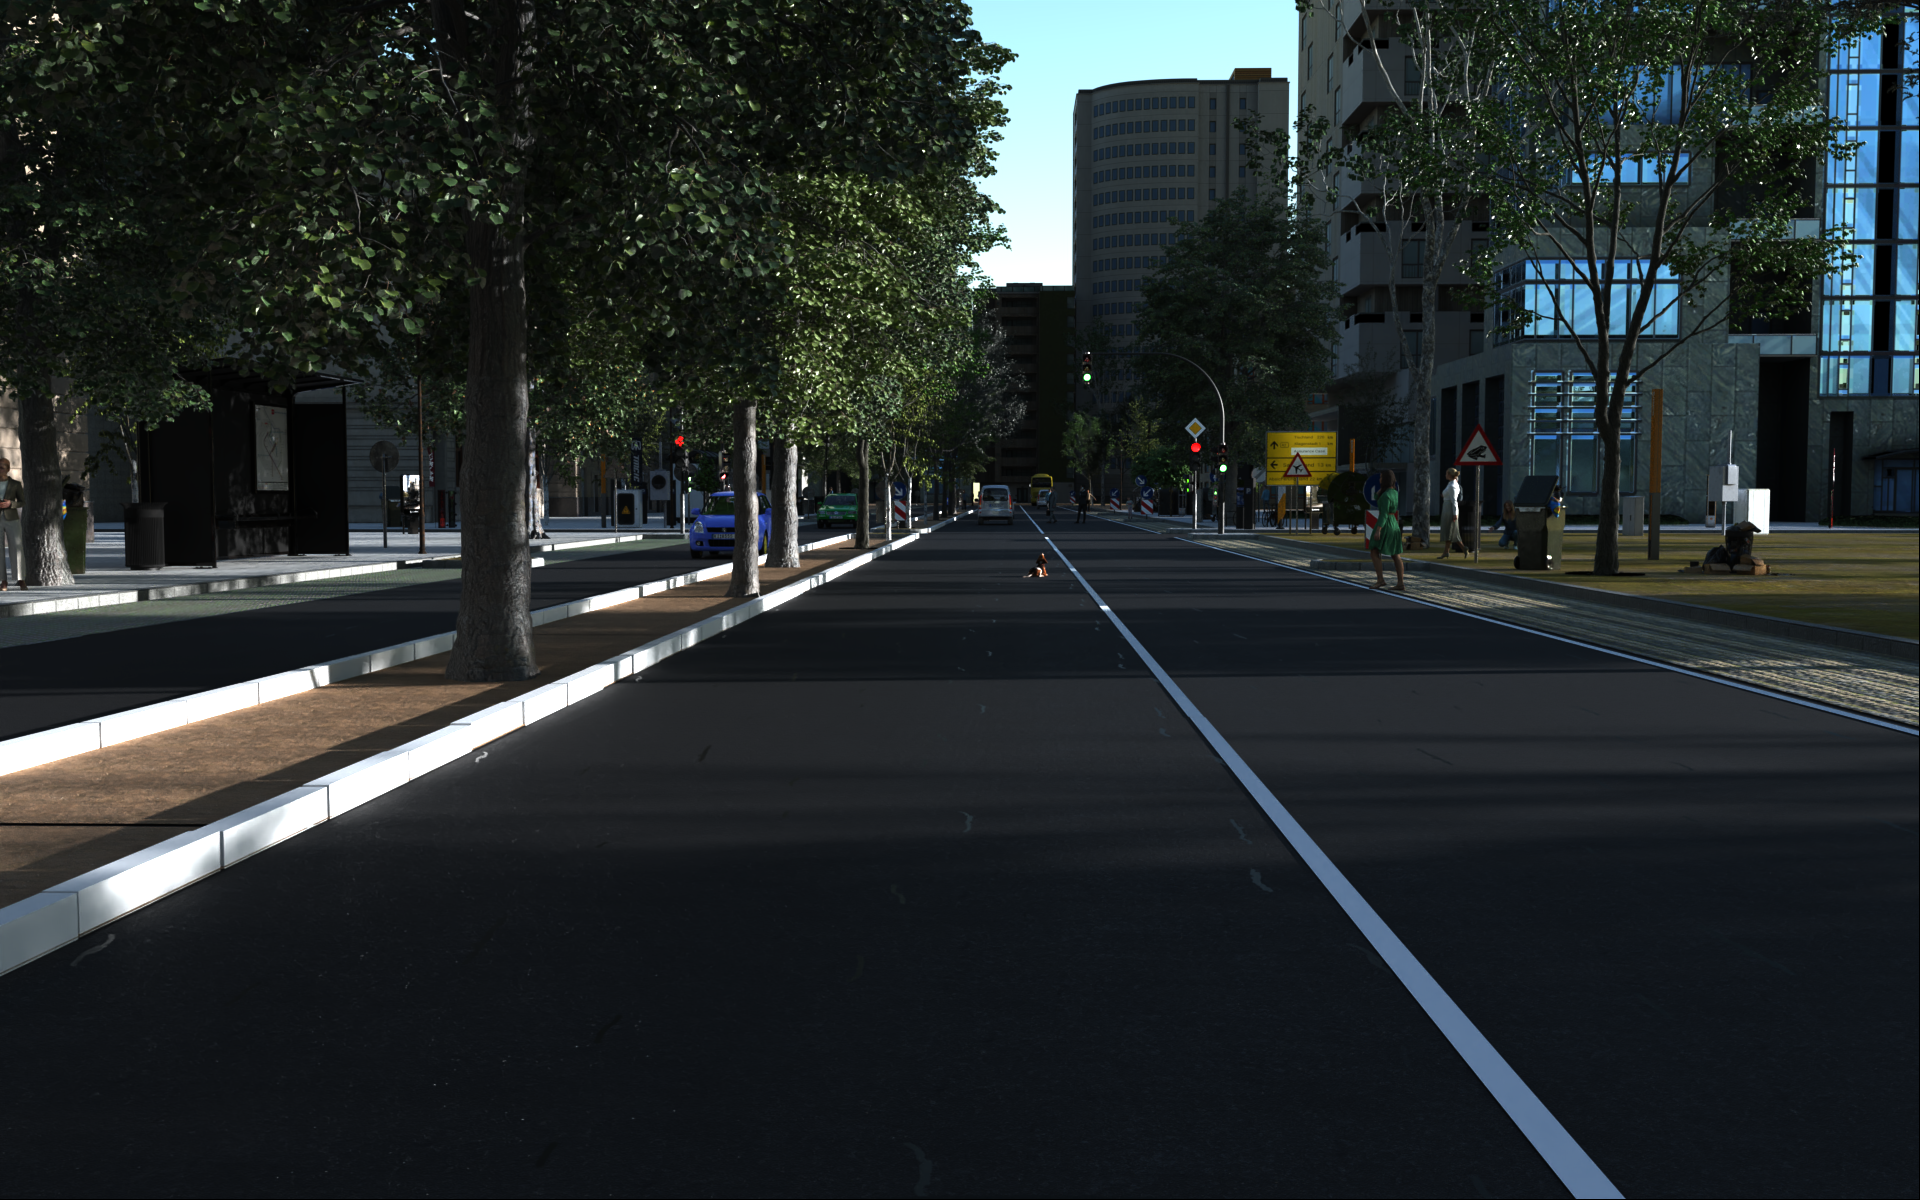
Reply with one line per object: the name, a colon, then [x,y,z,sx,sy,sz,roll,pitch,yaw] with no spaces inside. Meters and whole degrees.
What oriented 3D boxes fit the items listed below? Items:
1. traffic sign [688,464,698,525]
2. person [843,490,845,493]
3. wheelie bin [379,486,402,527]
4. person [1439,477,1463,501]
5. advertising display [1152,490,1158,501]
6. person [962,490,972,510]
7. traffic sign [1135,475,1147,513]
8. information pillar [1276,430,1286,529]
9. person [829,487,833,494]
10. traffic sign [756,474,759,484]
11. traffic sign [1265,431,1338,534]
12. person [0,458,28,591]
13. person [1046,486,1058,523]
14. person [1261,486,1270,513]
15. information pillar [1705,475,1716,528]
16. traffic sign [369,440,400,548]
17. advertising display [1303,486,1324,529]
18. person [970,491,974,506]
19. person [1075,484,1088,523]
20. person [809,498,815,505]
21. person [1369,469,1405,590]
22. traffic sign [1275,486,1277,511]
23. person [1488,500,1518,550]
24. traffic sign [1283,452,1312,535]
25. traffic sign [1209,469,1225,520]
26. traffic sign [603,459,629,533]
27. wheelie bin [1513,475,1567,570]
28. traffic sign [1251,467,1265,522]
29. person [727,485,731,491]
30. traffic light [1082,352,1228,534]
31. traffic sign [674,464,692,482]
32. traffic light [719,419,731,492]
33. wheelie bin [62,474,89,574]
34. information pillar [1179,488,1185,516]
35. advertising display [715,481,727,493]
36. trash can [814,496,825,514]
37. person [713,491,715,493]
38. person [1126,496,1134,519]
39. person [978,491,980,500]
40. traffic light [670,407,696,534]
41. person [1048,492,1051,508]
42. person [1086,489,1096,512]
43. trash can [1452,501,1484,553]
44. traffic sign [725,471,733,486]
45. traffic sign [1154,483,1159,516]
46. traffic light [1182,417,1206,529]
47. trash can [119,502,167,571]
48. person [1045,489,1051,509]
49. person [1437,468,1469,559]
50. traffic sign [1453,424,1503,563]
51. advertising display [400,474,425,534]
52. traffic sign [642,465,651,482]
traffic sign: [-11.290,-4.402,72.079,0.768,2.556,0.104,0,4,5]
person: [-14.036,-12.503,211.296,0.721,1.723,1.217,-3,5,-40]
wheelie bin: [-22.152,-3.640,67.417,0.693,1.594,0.980,3,5,45]
person: [13.650,-2.561,48.098,0.590,1.801,0.661,-1,4,-9]
advertising display: [15.663,-8.132,138.175,0.974,1.923,0.123,-1,4,-11]
person: [0.373,-8.863,153.400,1.348,1.826,0.705,-1,4,-19]
traffic sign: [12.061,-7.047,115.329,0.768,2.556,0.104,0,4,5]
information pillar: [11.768,-4.402,63.332,0.183,3.616,0.504,-1,4,-15]
person: [-9.741,-7.676,131.562,0.654,1.822,0.581,0,4,1]
traffic sign: [-12.144,-6.196,101.412,0.768,2.556,0.104,0,4,6]
traffic sign: [10.989,-3.788,55.808,2.265,3.308,0.079,1,4,10]
person: [-12.672,-1.001,22.956,0.519,1.759,0.362,-1,4,-18]
person: [4.512,-4.684,85.178,0.767,1.812,0.694,-2,4,-28]
person: [19.944,-6.544,112.904,0.638,1.841,0.748,-1,4,-9]
information pillar: [28.735,-3.779,66.270,0.304,2.012,0.304,1,4,12]
traffic sign: [-13.658,-2.507,41.089,0.768,2.556,0.104,1,4,10]
advertising display: [12.938,-3.547,63.202,0.974,1.923,0.123,-2,4,-31]
person: [1.469,-12.159,207.440,0.705,1.807,1.348,-1,4,-17]
person: [5.934,-4.693,84.598,0.474,1.900,0.648,-3,5,-42]
person: [-10.866,-7.294,125.652,0.694,1.780,0.624,3,5,44]
person: [6.321,-1.031,25.598,0.529,1.795,0.600,1,4,22]
traffic sign: [14.790,-4.945,80.964,0.768,2.556,0.104,0,4,6]
person: [12.812,-1.745,40.067,1.012,1.151,0.738,2,4,30]
traffic sign: [10.474,-3.290,53.796,0.884,2.594,0.081,0,4,5]
traffic sign: [12.687,-5.223,85.508,0.768,2.556,0.104,0,4,5]
traffic sign: [-11.362,-3.495,57.143,0.884,2.594,0.081,1,4,11]
wheelie bin: [9.832,-1.314,29.397,0.693,1.594,0.980,-3,4,-38]
traffic sign: [13.733,-4.858,79.538,0.768,2.556,0.104,0,4,3]
person: [-13.013,-5.535,96.718,0.473,1.802,0.592,0,4,-5]
traffic light: [6.276,-4.945,55.522,4.771,5.953,1.251,0,4,2]
traffic sign: [-11.221,-4.286,70.190,0.768,2.556,0.104,0,4,3]
traffic light: [-6.659,-5.467,64.046,4.771,5.953,1.251,0,4,2]
wheelie bin: [-14.417,-1.218,27.819,0.980,1.594,0.693,3,5,44]
information pillar: [13.232,-6.038,103.209,0.304,2.012,0.304,3,4,36]
advertising display: [-11.885,-4.947,86.104,0.123,1.923,0.974,1,4,21]
trash can: [-9.223,-6.226,113.447,0.748,1.137,0.748,0,3,0]
person: [-18.422,-7.701,131.311,0.648,1.900,0.474,-1,4,-10]
person: [9.620,-5.209,97.944,0.425,1.301,0.394,-1,4,-11]
person: [2.204,-11.454,196.441,0.551,1.740,0.621,3,5,43]
traffic light: [-8.985,-4.108,56.090,0.839,4.253,0.868,0,4,2]
person: [7.440,-8.034,140.311,0.568,1.767,0.683,1,4,22]
person: [10.357,-8.064,140.353,1.348,1.823,0.705,0,4,-6]
trash can: [11.125,-1.614,38.045,0.748,1.137,0.748,0,3,0]
traffic sign: [-12.803,-5.854,95.816,0.768,2.556,0.104,1,4,8]
traffic sign: [11.607,-6.181,101.168,0.768,2.556,0.104,0,4,7]
traffic light: [8.602,-4.567,63.584,0.839,4.253,0.868,0,4,2]
trash can: [-13.769,-1.076,29.239,0.748,1.137,0.748,0,3,0]
person: [7.088,-7.882,137.233,0.638,1.841,0.748,1,4,12]
person: [9.754,-1.707,34.178,0.641,1.798,0.478,2,4,35]
traffic sign: [9.594,-1.965,32.130,0.884,2.594,0.081,1,4,8]
advertising display: [-17.557,-3.079,55.555,0.123,1.923,0.974,2,4,26]
traffic sign: [-13.871,-4.631,75.820,0.768,2.556,0.104,0,4,8]
